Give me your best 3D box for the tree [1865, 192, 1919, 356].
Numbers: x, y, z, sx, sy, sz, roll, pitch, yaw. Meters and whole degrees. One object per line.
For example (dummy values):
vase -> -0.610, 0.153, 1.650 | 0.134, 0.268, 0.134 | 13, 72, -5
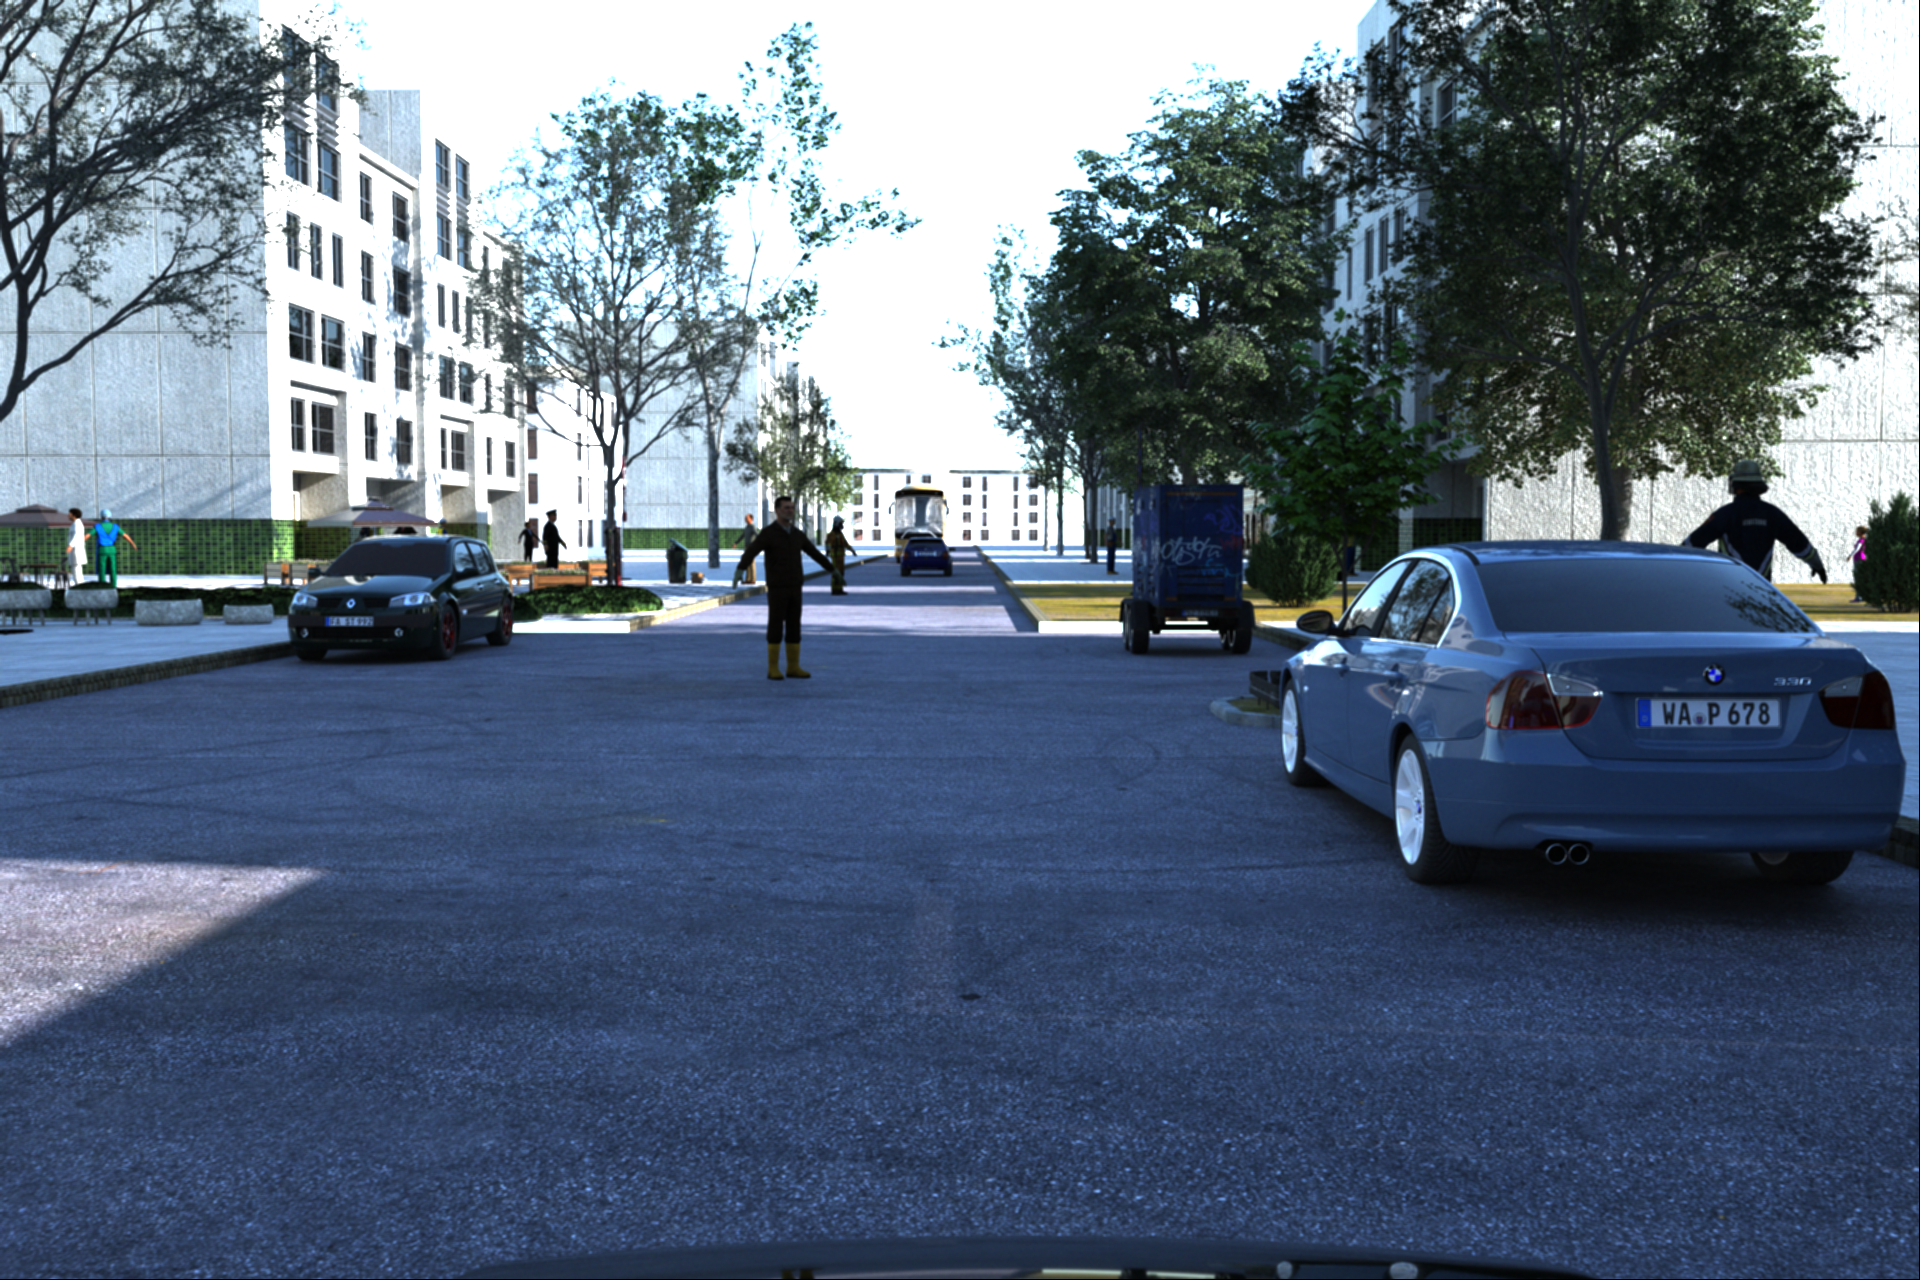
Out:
tree -> 25.409, -7.817, 38.171 | 12.009, 13.543, 11.850 | 0, 3, 0

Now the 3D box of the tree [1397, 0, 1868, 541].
tree -> 13.900, -7.912, 36.009 | 9.857, 13.997, 8.962 | 0, 3, 0

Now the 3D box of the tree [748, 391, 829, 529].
tree -> -9.241, -8.509, 89.477 | 4.360, 8.622, 3.978 | 0, 3, 0

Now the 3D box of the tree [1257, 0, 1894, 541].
tree -> 8.394, -5.389, 22.526 | 8.767, 10.594, 7.601 | -1, 4, -22

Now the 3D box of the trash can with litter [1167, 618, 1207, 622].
trash can with litter -> 3.490, -0.859, 25.435 | 1.055, 1.170, 0.624 | 0, 4, -1

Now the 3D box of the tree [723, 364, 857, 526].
tree -> -9.430, -9.880, 95.947 | 8.767, 10.594, 7.601 | 1, 4, 12

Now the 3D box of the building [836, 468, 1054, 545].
building -> -1.859, -16.891, 220.775 | 28.070, 9.664, 9.099 | 0, 4, -5

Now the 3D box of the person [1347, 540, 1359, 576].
person -> 12.004, -2.881, 53.072 | 0.705, 1.833, 1.349 | 3, 5, 42

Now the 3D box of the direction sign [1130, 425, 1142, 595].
direction sign -> 3.779, -2.723, 36.525 | 0.379, 3.537, 0.876 | 0, 4, 1

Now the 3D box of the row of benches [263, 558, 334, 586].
row of benches -> -16.069, -1.681, 42.951 | 4.104, 0.672, 1.422 | 3, 5, 44

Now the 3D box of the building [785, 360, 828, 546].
building -> -24.474, -19.928, 192.282 | 16.747, 18.905, 31.486 | 0, 4, 1

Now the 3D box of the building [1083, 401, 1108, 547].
building -> 22.490, -19.349, 182.821 | 16.747, 18.905, 31.486 | 0, 4, 0

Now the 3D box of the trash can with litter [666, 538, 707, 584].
trash can with litter -> -7.114, -2.061, 45.081 | 1.055, 1.170, 0.624 | 0, 4, 1

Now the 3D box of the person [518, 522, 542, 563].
person -> -15.877, -3.501, 63.955 | 0.721, 1.740, 1.216 | 2, 4, 29

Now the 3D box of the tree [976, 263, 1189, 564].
tree -> 5.765, -10.071, 75.036 | 12.009, 13.543, 11.850 | 0, 3, 0

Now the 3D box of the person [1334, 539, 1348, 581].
person -> 10.269, -2.503, 47.055 | 0.705, 1.813, 1.348 | 3, 4, 38

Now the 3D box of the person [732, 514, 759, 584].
person -> -5.412, -2.330, 44.361 | 0.705, 1.796, 1.348 | -3, 4, -36

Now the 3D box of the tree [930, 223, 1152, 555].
tree -> 4.990, -15.329, 106.519 | 12.611, 20.169, 13.585 | 0, 3, 0

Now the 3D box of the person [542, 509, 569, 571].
person -> -9.060, -1.997, 38.589 | 0.705, 1.837, 1.347 | 0, 4, 7

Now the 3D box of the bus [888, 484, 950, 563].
bus -> -1.929, -5.909, 88.163 | 2.896, 3.916, 12.252 | 0, 4, 0

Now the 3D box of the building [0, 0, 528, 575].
building -> -29.740, -12.404, 69.269 | 16.747, 18.905, 31.486 | 0, 4, 0

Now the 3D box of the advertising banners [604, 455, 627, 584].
advertising banners -> -7.454, -2.537, 37.664 | 0.090, 3.025, 2.074 | 0, 4, 2

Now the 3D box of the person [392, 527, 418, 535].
person -> -15.828, -2.639, 49.340 | 1.347, 1.806, 0.705 | 1, 4, 17

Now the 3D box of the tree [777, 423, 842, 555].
tree -> -9.557, -9.390, 103.892 | 4.360, 8.622, 3.978 | 0, 3, 0

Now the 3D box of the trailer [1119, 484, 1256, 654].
trailer -> 2.732, -0.898, 21.732 | 1.471, 1.999, 3.904 | 0, 4, -1

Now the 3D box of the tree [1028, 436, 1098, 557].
tree -> 5.599, -9.033, 98.049 | 4.360, 8.622, 3.978 | 0, 3, 0

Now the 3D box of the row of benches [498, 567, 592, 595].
row of benches -> -8.628, -0.979, 31.474 | 4.104, 0.672, 1.422 | -1, 4, -21

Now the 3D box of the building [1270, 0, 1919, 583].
building -> 22.136, -11.877, 60.644 | 16.747, 18.905, 31.486 | 0, 3, 0

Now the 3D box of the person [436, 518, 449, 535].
person -> -15.849, -2.872, 53.415 | 0.721, 1.772, 1.216 | -3, 5, -43

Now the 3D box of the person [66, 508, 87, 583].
person -> -18.106, -1.788, 35.421 | 0.705, 1.806, 1.347 | -2, 4, -24

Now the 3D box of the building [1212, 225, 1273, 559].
building -> 24.404, -16.101, 94.178 | 19.493, 23.208, 18.063 | 0, 3, 0

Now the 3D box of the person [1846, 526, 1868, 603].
person -> 16.822, -1.422, 32.514 | 0.599, 1.433, 0.991 | 3, 5, 41

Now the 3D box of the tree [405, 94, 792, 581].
tree -> -9.709, -8.426, 48.128 | 12.009, 13.543, 11.850 | 0, 3, 0

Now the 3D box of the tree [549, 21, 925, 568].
tree -> -8.183, -12.729, 64.001 | 12.611, 20.169, 13.585 | 0, 3, 0

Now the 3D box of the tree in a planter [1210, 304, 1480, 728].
tree in a planter -> 3.012, -0.996, 13.512 | 1.991, 3.239, 1.994 | 0, 4, 0

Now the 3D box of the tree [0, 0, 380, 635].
tree -> -12.560, -6.831, 22.055 | 12.009, 13.543, 11.850 | 0, 3, 0

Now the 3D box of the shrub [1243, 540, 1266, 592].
shrub -> 6.781, -1.679, 38.560 | 1.383, 1.207, 1.383 | 0, 3, 0

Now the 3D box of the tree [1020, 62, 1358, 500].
tree -> 6.478, -8.697, 48.844 | 9.857, 13.997, 8.962 | 0, 3, 0

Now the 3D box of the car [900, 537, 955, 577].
car -> -1.137, -2.890, 59.826 | 1.945, 1.354, 3.894 | 0, 4, 0

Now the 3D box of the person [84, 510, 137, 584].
person -> -18.637, -1.936, 37.786 | 1.347, 1.817, 0.704 | -3, 5, -45

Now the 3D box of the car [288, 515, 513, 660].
car -> -6.659, -0.680, 20.901 | 2.009, 1.686, 4.222 | 0, 3, 0

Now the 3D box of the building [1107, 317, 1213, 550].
building -> 22.458, -17.306, 149.411 | 16.747, 18.905, 31.486 | 0, 3, 0

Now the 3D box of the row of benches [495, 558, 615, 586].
row of benches -> -10.200, -1.735, 43.829 | 1.422, 0.672, 4.104 | 2, 4, 33

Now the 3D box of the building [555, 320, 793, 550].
building -> -25.159, -17.895, 159.036 | 16.747, 18.905, 31.486 | 0, 4, 0

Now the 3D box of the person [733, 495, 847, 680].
person -> -1.721, -0.524, 17.161 | 1.346, 1.812, 0.704 | -3, 5, -41

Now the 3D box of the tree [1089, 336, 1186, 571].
tree -> 6.361, -6.755, 60.803 | 4.737, 8.622, 4.395 | 0, 3, 0

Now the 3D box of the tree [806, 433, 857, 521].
tree -> -8.969, -10.495, 121.952 | 4.737, 8.622, 4.395 | 0, 3, 0

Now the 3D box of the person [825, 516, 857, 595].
person -> -2.847, -1.987, 40.706 | 0.705, 1.858, 1.354 | 2, 4, 26

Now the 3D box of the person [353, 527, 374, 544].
person -> -20.070, -3.217, 58.381 | 0.705, 1.856, 1.354 | 0, 4, 5

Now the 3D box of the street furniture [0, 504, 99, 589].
street furniture -> -33.639, -1.835, 35.035 | 27.439, 1.986, 14.083 | 0, 4, 0

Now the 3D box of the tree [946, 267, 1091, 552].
tree -> 4.790, -16.450, 124.850 | 12.611, 20.169, 13.585 | 0, 3, 0

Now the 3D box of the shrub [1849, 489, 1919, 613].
shrub -> 15.437, -1.463, 28.341 | 1.690, 2.028, 1.600 | 0, 3, 0

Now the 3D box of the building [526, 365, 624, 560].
building -> -23.964, -9.662, 100.128 | 9.099, 9.664, 28.070 | 0, 4, 0

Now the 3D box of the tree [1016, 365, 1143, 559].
tree -> 6.198, -9.390, 87.939 | 7.601, 10.594, 8.767 | 1, 4, 12

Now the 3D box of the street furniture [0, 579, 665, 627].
street furniture -> -9.699, -0.673, 26.623 | 10.072, 0.657, 5.734 | 0, 4, -6

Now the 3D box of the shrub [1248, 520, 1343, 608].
shrub -> 5.916, -1.586, 30.352 | 1.690, 2.028, 1.600 | 0, 3, 0

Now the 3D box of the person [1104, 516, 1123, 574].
person -> 4.865, -3.024, 55.304 | 0.705, 1.847, 1.347 | 2, 4, 28

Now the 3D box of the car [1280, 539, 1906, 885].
car -> 2.723, 0.222, 8.377 | 2.014, 1.417, 4.499 | 0, 4, 1

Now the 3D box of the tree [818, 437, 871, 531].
tree -> -9.030, -10.938, 129.190 | 4.737, 8.622, 4.395 | 0, 3, 0

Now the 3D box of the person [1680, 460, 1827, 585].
person -> 6.013, -0.455, 13.311 | 1.351, 1.845, 0.704 | 0, 4, 1
